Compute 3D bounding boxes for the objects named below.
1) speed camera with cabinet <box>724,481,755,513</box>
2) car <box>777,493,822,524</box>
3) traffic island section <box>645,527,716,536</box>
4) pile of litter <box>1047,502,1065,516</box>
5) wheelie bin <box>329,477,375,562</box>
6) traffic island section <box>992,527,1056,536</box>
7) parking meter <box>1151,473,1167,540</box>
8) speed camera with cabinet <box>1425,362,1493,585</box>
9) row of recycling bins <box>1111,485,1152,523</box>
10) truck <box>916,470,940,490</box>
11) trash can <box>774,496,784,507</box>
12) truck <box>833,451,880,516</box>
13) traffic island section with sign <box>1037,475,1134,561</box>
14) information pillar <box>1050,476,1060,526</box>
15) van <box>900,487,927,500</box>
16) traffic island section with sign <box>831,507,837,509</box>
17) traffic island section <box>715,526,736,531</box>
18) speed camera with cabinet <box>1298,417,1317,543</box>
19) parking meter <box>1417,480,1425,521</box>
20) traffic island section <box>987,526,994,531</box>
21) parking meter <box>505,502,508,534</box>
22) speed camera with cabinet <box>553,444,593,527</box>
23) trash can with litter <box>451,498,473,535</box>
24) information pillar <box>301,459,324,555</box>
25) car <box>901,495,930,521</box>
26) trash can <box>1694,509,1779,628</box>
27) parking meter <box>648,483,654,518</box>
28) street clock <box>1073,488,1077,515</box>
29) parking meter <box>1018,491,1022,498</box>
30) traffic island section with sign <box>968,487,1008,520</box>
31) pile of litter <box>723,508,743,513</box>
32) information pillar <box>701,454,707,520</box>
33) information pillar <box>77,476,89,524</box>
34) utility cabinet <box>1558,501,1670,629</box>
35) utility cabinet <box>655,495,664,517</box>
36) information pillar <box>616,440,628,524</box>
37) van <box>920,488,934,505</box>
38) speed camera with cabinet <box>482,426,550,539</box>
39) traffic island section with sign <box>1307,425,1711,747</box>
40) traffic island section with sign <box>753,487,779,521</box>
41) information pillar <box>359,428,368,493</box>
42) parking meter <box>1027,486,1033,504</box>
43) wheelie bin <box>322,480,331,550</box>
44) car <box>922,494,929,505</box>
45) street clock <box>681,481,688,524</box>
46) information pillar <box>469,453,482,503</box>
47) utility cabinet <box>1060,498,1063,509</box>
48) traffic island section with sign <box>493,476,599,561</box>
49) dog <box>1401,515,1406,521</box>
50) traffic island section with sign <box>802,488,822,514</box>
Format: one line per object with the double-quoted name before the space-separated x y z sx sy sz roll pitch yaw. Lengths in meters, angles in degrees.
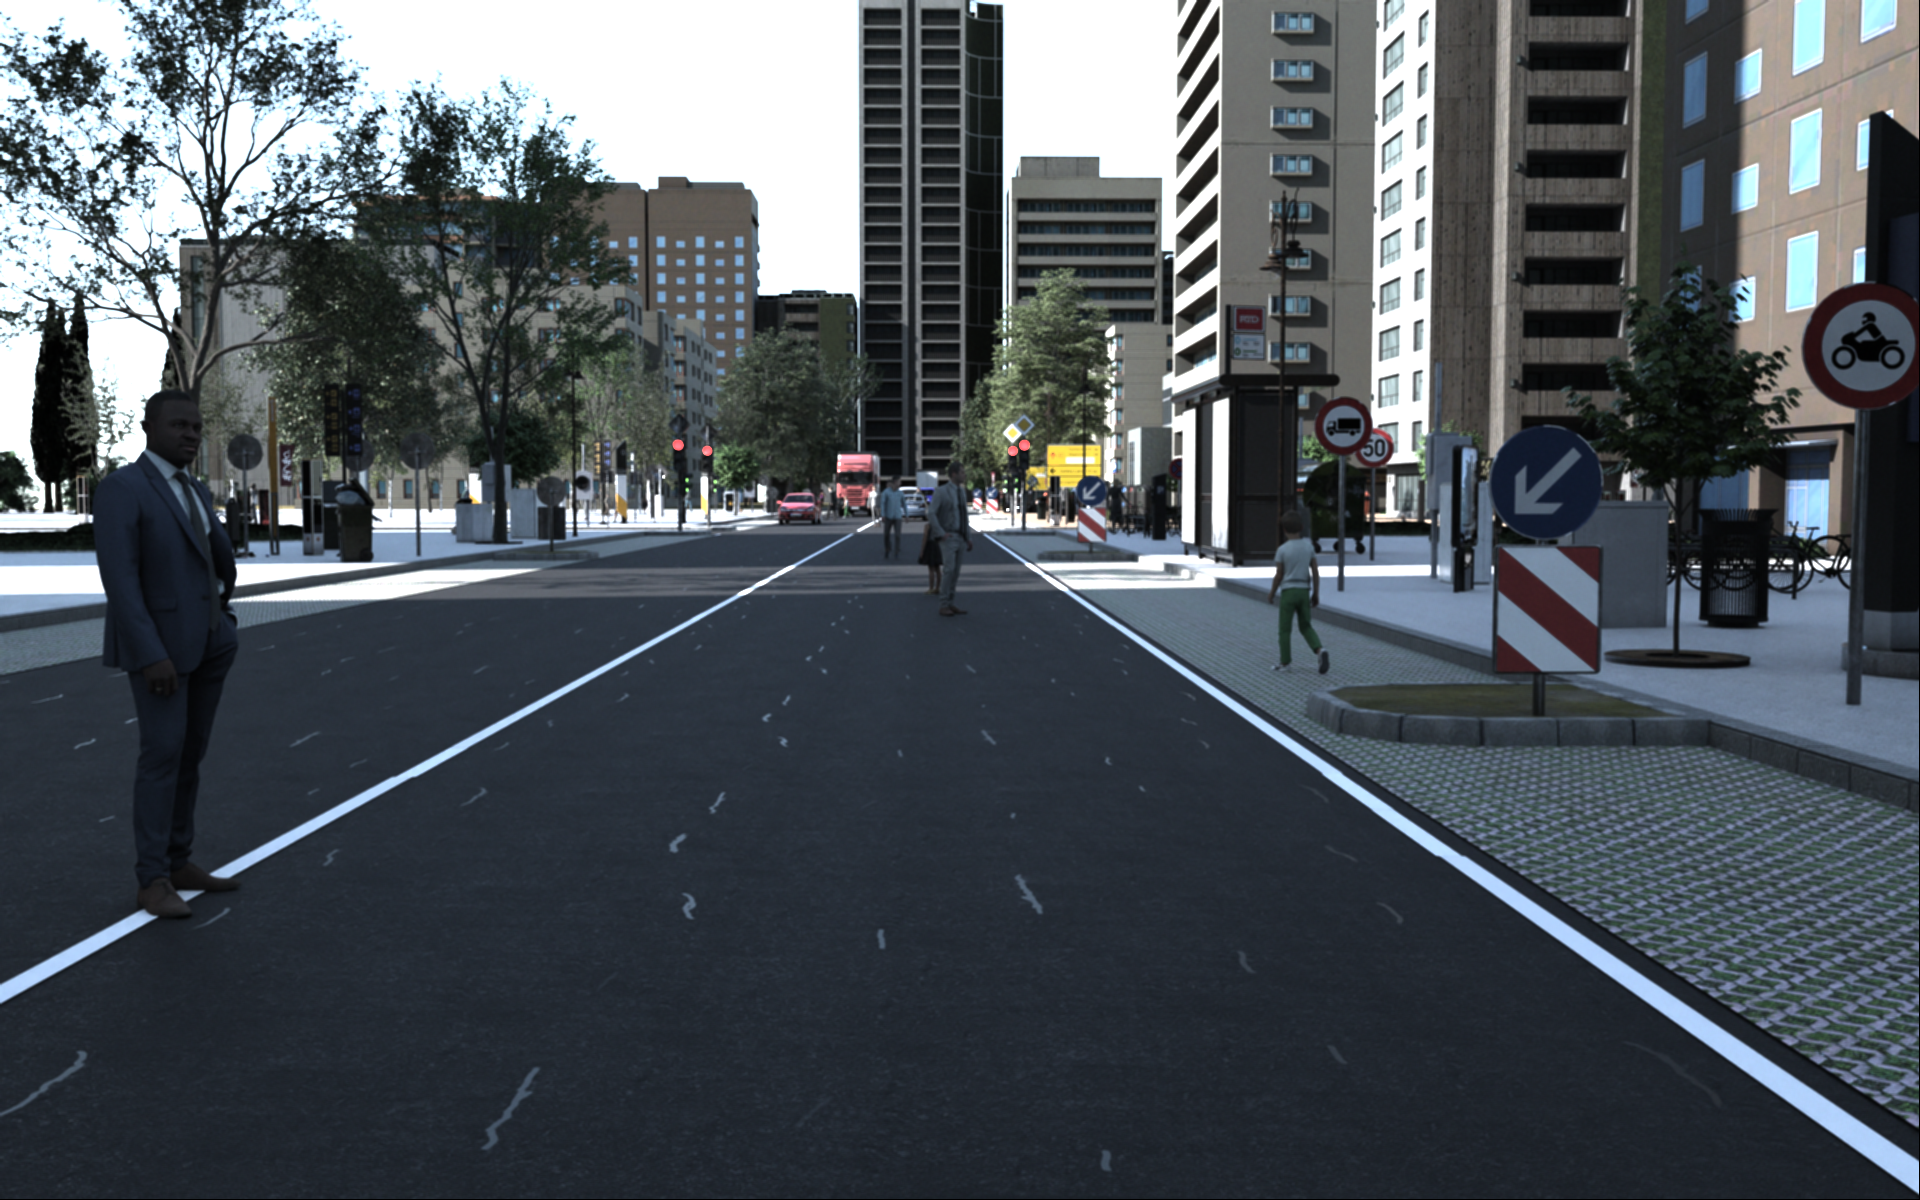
"speed camera with cabinet" -14.760 -7.436 115.910 2.038 3.252 0.660 0 4 4
"car" -7.641 -4.517 82.893 2.155 1.783 4.494 0 3 0
"traffic island section" -9.782 -2.333 60.432 2.009 0.180 2.903 0 4 -1
"pile of litter" 5.550 -5.273 100.180 1.719 0.858 1.176 -1 4 -20
"wheelie bin" -11.474 -1.523 32.817 0.693 1.594 0.980 -2 4 -25
"traffic island section" 2.257 -2.347 60.661 2.009 0.180 2.903 0 4 -1
"parking meter" 5.553 -2.613 48.434 0.399 1.863 0.255 -1 4 -10
"speed camera with cabinet" 7.329 -1.902 25.429 0.660 3.252 2.038 0 4 4
"row of recycling bins" 7.754 -4.288 77.216 1.069 1.692 3.534 -1 4 -20
"truck" -3.798 -13.101 203.109 2.839 4.237 11.283 0 4 0
"trash can" -12.754 -6.739 121.835 0.748 1.137 0.748 0 3 0
"truck" -6.789 -7.785 116.199 2.839 4.237 11.283 0 4 -1
"traffic island section with sign" 2.694 -1.786 37.833 1.989 1.847 2.006 0 4 -1
"information pillar" 3.794 -3.961 69.262 0.304 2.012 0.304 3 4 38
"van" -3.012 -6.008 105.243 2.013 2.044 4.112 0 4 0
"traffic island section with sign" -11.599 -9.880 170.162 1.989 1.847 2.006 0 4 -1
"traffic island section" -9.937 -2.822 68.416 2.009 0.180 2.903 0 4 -1
"speed camera with cabinet" 8.798 -3.031 43.899 0.660 3.252 2.038 1 4 13
"parking meter" 19.281 -4.080 72.411 0.255 1.863 0.399 0 4 7
"traffic island section" 2.102 -2.836 68.645 2.009 0.180 2.903 0 4 -1
"parking meter" -14.069 -2.906 53.218 0.255 1.863 0.399 0 4 -7
"speed camera with cabinet" -15.509 -4.512 68.103 2.038 3.252 0.660 0 4 -3
"trash can with litter" -15.804 -2.649 54.704 0.624 1.170 1.055 -3 4 -39
"information pillar" -13.598 -1.950 36.378 0.304 2.012 0.304 2 4 27
"car" -2.609 -4.965 93.177 2.014 1.417 4.499 0 4 -2
"trash can" 7.486 -0.311 16.736 0.748 1.137 0.748 0 3 0
"parking meter" -16.529 -5.324 92.765 0.255 1.863 0.399 -3 4 -38
"street clock" 6.986 -6.069 103.794 0.471 2.002 0.358 2 4 32
"parking meter" 4.198 -6.830 120.074 0.372 1.533 0.369 0 3 0
"traffic island section with sign" 1.600 -5.242 94.333 1.989 1.847 2.006 0 4 -1
"pile of litter" -15.595 -6.513 120.448 1.719 0.858 1.176 0 4 -1
"information pillar" -12.740 -5.831 86.697 0.504 3.616 0.183 3 4 38
"information pillar" -36.375 -4.120 71.846 0.304 2.012 0.304 0 4 5
"utility cabinet" 6.273 -0.336 16.662 1.020 1.237 0.306 -1 4 -11
"utility cabinet" -17.140 -5.321 98.166 0.306 1.237 1.020 -3 4 -39
"information pillar" -14.520 -5.074 74.320 0.504 3.616 0.183 -3 5 -39
"van" -3.644 -11.213 187.718 2.240 2.365 5.245 0 4 -2
"speed camera with cabinet" -12.997 -3.438 50.546 2.038 3.252 0.660 2 4 28
"traffic island section with sign" 3.239 -0.127 10.709 1.989 1.847 2.006 0 4 -1
"traffic island section with sign" -10.108 -5.194 93.542 1.989 1.847 2.006 0 4 -1
"information pillar" -19.895 -4.059 57.723 0.183 3.616 0.504 -3 5 -44
"parking meter" 4.787 -6.895 118.447 0.399 1.863 0.255 0 4 1
"wheelie bin" -14.608 -1.977 40.238 0.980 1.594 0.693 -2 4 -24
"car" -3.649 -8.433 148.100 2.015 1.641 3.980 0 4 1
"street clock" -12.049 -4.330 75.367 0.358 2.002 0.471 1 4 15
"information pillar" -19.694 -4.837 70.436 0.504 3.616 0.183 0 4 5
"utility cabinet" 6.995 -6.964 125.022 1.020 1.237 0.306 0 4 -4
"traffic island section with sign" -9.022 -1.798 38.018 1.989 1.847 2.006 0 4 -1
"dog" 19.169 -3.470 74.472 0.748 0.427 0.550 -2 4 -30
"traffic island section with sign" -10.628 -6.842 120.492 1.989 1.847 2.006 0 4 -1
